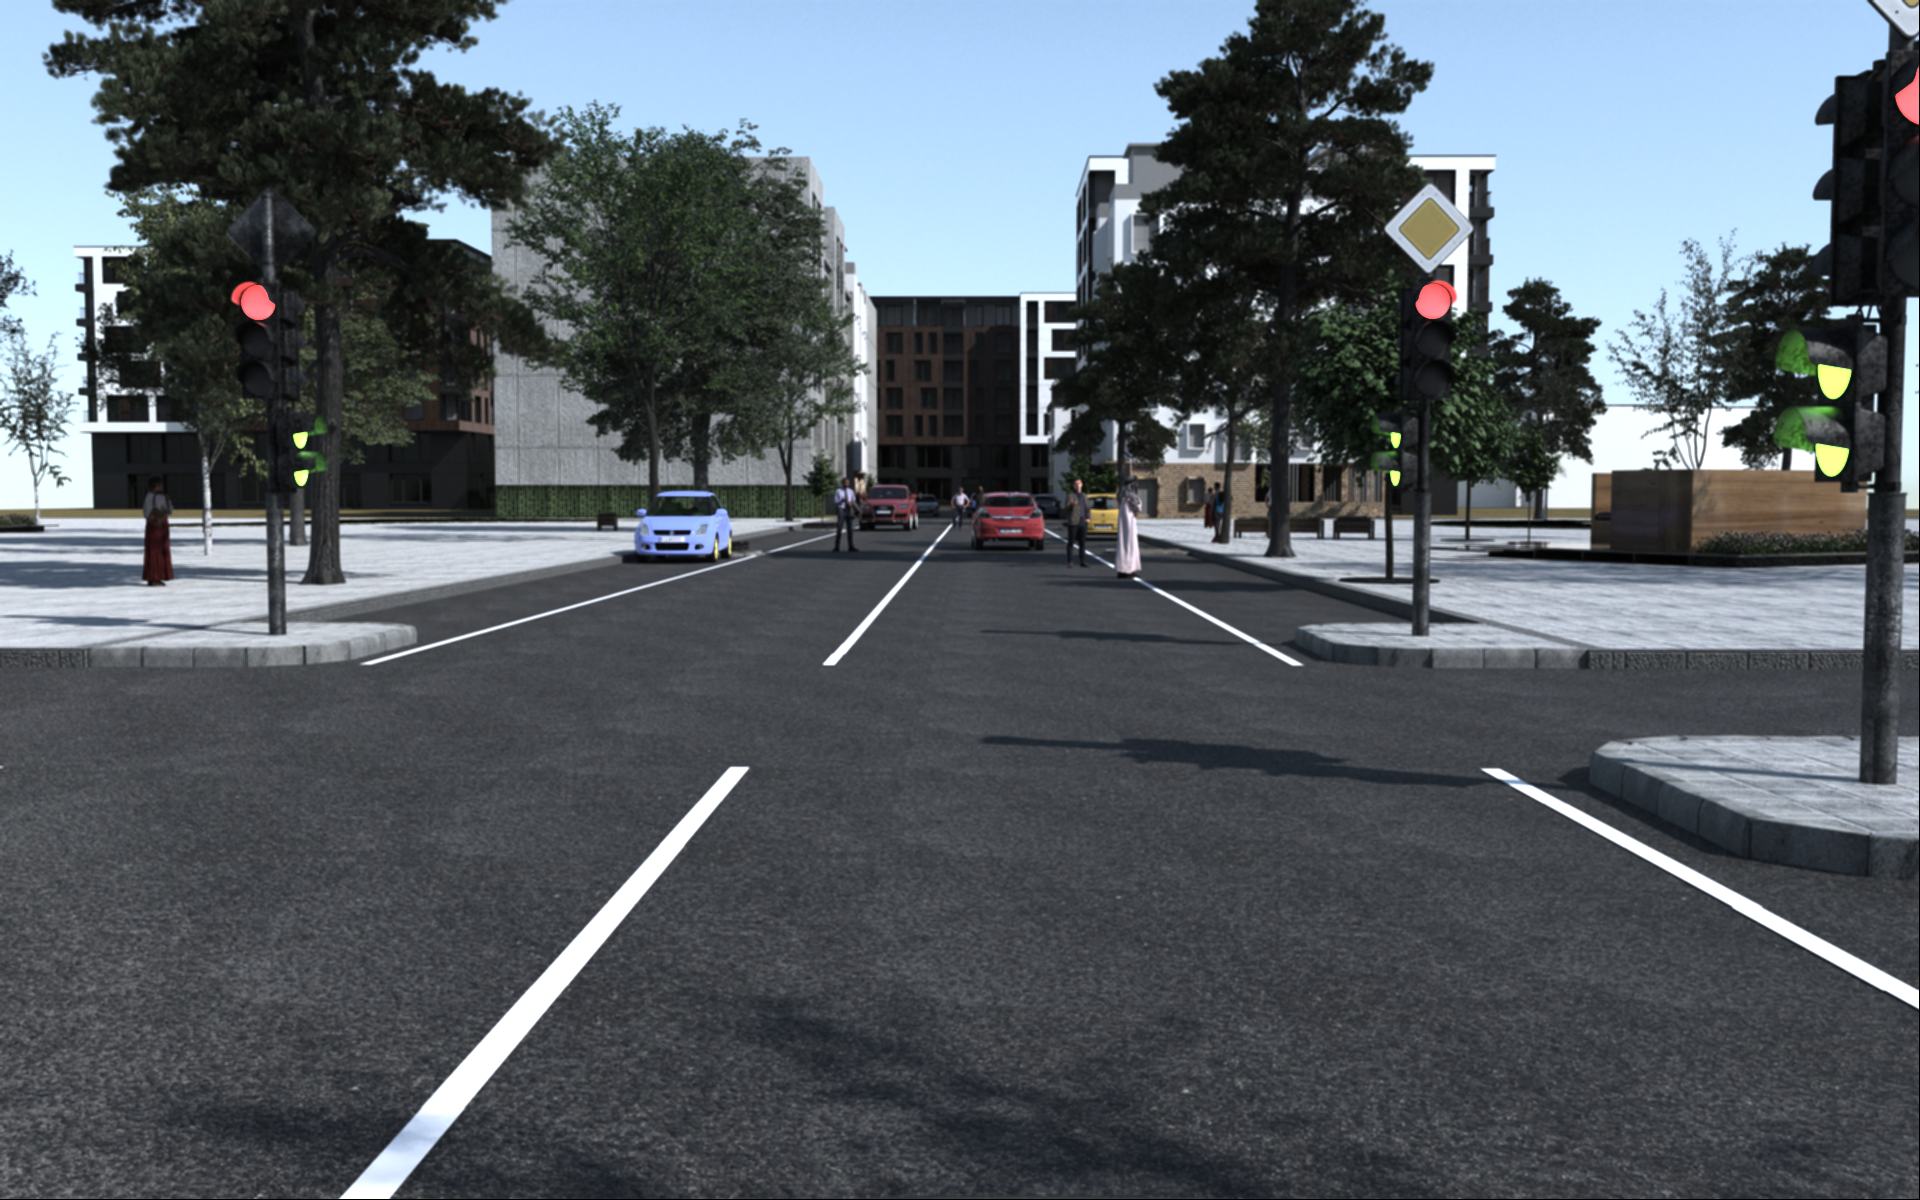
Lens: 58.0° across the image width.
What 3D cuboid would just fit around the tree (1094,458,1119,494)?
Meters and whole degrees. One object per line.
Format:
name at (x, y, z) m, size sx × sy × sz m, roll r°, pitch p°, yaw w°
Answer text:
tree at (8.007, -5.995, 92.621) m, size 1.663 × 3.219 × 1.824 m, roll 0°, pitch 3°, yaw 0°

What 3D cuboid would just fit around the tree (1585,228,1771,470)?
tree at (20.516, -5.997, 48.419) m, size 4.360 × 8.622 × 3.978 m, roll 0°, pitch 3°, yaw 0°

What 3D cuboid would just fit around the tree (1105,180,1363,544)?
tree at (7.158, -6.727, 44.404) m, size 7.601 × 10.594 × 8.767 m, roll 1°, pitch 4°, yaw 14°

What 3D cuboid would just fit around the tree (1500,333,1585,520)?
tree at (27.005, -7.927, 79.967) m, size 4.360 × 8.622 × 3.978 m, roll 0°, pitch 3°, yaw 0°

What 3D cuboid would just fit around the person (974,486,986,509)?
person at (0.895, -3.618, 68.333) m, size 0.600 × 1.739 × 0.565 m, roll 3°, pitch 5°, yaw 40°

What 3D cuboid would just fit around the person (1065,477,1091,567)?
person at (2.351, -1.517, 33.835) m, size 0.617 × 1.759 × 0.750 m, roll -1°, pitch 4°, yaw -15°

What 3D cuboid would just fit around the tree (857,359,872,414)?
tree at (-8.141, -9.465, 80.505) m, size 9.928 × 11.665 × 9.643 m, roll 0°, pitch 3°, yaw 0°

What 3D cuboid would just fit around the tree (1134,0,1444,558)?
tree at (6.512, -6.903, 34.922) m, size 6.751 × 12.117 × 7.091 m, roll 0°, pitch 3°, yaw 0°

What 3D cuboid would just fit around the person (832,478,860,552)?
person at (-2.815, -2.119, 43.008) m, size 0.709 × 1.838 × 0.599 m, roll -2°, pitch 4°, yaw -25°

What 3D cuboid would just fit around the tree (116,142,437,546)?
tree at (-16.862, -7.610, 42.558) m, size 7.486 × 12.596 × 7.792 m, roll 0°, pitch 3°, yaw 0°

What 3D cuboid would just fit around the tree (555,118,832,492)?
tree at (-9.037, -9.329, 59.190) m, size 9.857 × 13.997 × 8.962 m, roll 0°, pitch 3°, yaw 0°

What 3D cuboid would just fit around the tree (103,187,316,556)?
tree at (-15.425, -5.226, 35.803) m, size 4.737 × 8.622 × 4.395 m, roll 0°, pitch 3°, yaw 0°

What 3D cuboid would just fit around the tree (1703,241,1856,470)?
tree at (35.804, -9.346, 74.862) m, size 6.751 × 12.117 × 7.091 m, roll 0°, pitch 3°, yaw 0°

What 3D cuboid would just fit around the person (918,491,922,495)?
person at (-3.729, -9.300, 161.258) m, size 1.217 × 1.736 × 0.721 m, roll 1°, pitch 4°, yaw 14°

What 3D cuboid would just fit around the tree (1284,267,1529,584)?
tree at (6.335, -2.546, 25.342) m, size 4.285 × 4.588 × 4.351 m, roll 0°, pitch 3°, yaw 0°

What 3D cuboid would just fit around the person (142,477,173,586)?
person at (-11.200, -0.956, 24.144) m, size 0.523 × 1.526 × 0.387 m, roll 3°, pitch 4°, yaw 37°

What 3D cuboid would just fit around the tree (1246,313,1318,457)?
tree at (12.925, -7.240, 68.730) m, size 4.360 × 8.622 × 3.978 m, roll 0°, pitch 3°, yaw 0°

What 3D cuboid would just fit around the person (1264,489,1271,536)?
person at (9.540, -2.778, 52.408) m, size 0.756 × 1.711 × 0.436 m, roll 3°, pitch 4°, yaw 36°

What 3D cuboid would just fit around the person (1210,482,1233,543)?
person at (6.848, -2.320, 45.839) m, size 0.647 × 1.594 × 0.662 m, roll -3°, pitch 5°, yaw -42°

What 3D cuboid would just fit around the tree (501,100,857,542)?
tree at (-8.318, -7.380, 46.422) m, size 9.928 × 11.665 × 9.643 m, roll 0°, pitch 3°, yaw 0°

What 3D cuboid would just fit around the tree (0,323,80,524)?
tree at (-39.232, -7.516, 73.246) m, size 4.360 × 8.622 × 3.978 m, roll 0°, pitch 3°, yaw 0°

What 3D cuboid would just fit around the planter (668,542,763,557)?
planter at (-5.658, -1.181, 40.452) m, size 1.991 × 0.319 × 1.994 m, roll 0°, pitch 4°, yaw 1°

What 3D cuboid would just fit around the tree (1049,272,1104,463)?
tree at (7.424, -9.615, 79.254) m, size 6.751 × 12.117 × 7.091 m, roll 0°, pitch 3°, yaw 0°

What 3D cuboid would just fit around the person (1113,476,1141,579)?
person at (2.880, -1.237, 29.397) m, size 0.621 × 1.740 × 0.551 m, roll -2°, pitch 4°, yaw -27°

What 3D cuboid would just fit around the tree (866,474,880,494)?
tree at (-7.739, -9.446, 149.046) m, size 1.663 × 3.219 × 1.824 m, roll 0°, pitch 3°, yaw 0°

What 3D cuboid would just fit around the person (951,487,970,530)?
person at (-0.013, -3.708, 70.056) m, size 0.756 × 1.711 × 0.436 m, roll 1°, pitch 4°, yaw 12°

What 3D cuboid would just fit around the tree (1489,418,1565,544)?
tree at (14.656, -3.033, 44.199) m, size 1.663 × 3.219 × 1.824 m, roll 0°, pitch 3°, yaw 0°

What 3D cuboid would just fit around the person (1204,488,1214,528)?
person at (9.386, -3.462, 65.112) m, size 0.387 × 1.526 × 0.523 m, roll -3°, pitch 5°, yaw -42°

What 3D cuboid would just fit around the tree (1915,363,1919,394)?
tree at (33.794, -6.517, 56.912) m, size 4.360 × 8.622 × 3.978 m, roll 0°, pitch 3°, yaw 0°

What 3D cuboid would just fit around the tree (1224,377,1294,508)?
tree at (15.261, -8.312, 86.265) m, size 4.737 × 8.622 × 4.395 m, roll 0°, pitch 3°, yaw 0°

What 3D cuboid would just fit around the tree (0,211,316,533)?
tree at (-24.873, -7.463, 56.432) m, size 8.767 × 10.594 × 7.601 m, roll 0°, pitch 4°, yaw 5°

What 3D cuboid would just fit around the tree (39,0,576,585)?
tree at (-8.990, -6.260, 24.404) m, size 6.751 × 12.117 × 7.091 m, roll 0°, pitch 3°, yaw 0°

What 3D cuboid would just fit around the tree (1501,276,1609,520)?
tree at (28.896, -10.030, 86.042) m, size 6.751 × 12.117 × 7.091 m, roll 0°, pitch 3°, yaw 0°
